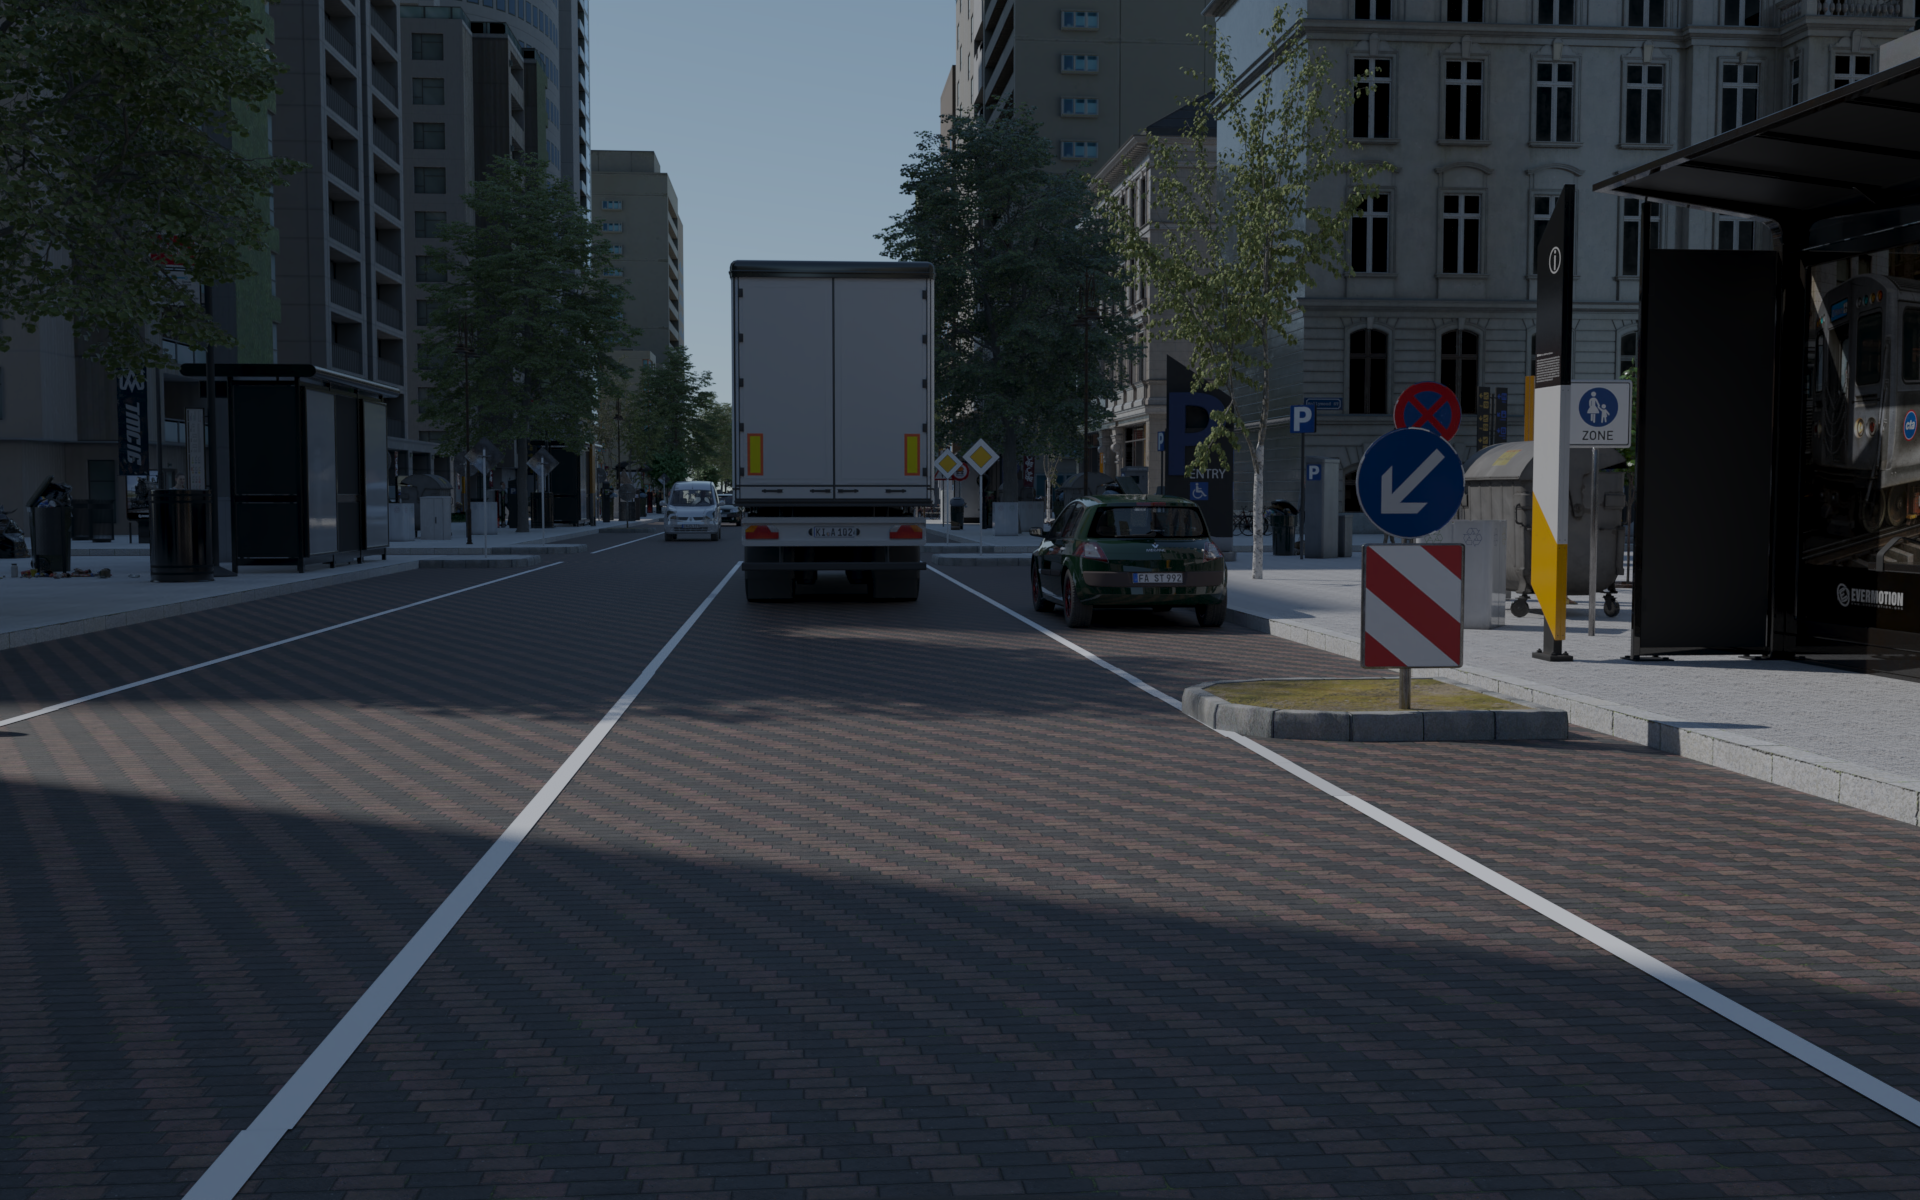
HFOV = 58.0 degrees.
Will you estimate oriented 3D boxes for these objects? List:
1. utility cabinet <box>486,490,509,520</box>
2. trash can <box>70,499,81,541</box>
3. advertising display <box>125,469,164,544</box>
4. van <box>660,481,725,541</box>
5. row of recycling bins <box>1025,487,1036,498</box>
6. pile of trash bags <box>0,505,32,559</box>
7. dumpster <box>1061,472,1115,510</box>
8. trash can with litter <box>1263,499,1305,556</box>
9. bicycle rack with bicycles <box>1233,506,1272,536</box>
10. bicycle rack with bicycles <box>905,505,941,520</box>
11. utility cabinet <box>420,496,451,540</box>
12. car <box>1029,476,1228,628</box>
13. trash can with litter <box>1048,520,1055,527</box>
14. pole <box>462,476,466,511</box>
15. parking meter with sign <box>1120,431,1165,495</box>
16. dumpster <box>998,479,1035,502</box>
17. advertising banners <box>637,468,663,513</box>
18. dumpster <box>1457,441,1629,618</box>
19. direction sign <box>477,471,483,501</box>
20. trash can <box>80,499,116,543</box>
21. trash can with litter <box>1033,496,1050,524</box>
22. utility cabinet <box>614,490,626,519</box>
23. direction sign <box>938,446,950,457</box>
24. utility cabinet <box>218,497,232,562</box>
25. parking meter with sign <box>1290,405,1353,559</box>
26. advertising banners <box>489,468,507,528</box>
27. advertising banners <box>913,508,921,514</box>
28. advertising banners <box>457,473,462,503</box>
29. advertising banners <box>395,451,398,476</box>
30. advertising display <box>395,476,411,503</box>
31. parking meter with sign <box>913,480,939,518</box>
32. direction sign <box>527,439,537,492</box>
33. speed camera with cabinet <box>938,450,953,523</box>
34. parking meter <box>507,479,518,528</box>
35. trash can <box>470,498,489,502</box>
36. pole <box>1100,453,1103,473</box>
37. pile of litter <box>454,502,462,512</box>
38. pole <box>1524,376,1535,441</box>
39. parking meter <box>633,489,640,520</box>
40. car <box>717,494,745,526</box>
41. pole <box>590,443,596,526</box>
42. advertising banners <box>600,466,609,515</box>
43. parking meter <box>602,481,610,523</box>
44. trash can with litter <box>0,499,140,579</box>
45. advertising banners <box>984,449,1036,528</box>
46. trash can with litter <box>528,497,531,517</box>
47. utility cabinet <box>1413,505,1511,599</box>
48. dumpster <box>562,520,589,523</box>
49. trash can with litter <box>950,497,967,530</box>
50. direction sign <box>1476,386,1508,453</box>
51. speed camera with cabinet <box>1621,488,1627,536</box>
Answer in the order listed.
[{"bbox_3d":[-22.965,-4.730,86.013,1.173,1.500,0.318,2,4,26],"label":"utility cabinet"},{"bbox_3d":[-24.298,-2.213,47.841,0.748,1.137,0.748,0,3,0],"label":"trash can"},{"bbox_3d":[-21.115,-2.426,44.883,0.974,1.923,0.123,0,4,5],"label":"advertising display"},{"bbox_3d":[-8.336,-2.882,54.133,2.013,2.044,4.112,0,4,-6],"label":"van"},{"bbox_3d":[2.350,-5.087,90.281,3.534,1.692,1.069,-2,4,-24],"label":"row of recycling bins"},{"bbox_3d":[-19.621,-1.438,33.269,1.912,1.369,3.447,0,4,4],"label":"pile of trash bags"},{"bbox_3d":[3.418,-2.455,45.896,1.264,1.857,1.865,0,4,-5],"label":"dumpster"},{"bbox_3d":[6.873,-1.523,36.295,0.624,1.170,1.055,3,5,42],"label":"trash can with litter"},{"bbox_3d":[8.929,-2.457,53.559,2.925,0.926,2.852,0,4,-1],"label":"bicycle rack with bicycles"},{"bbox_3d":[-0.615,-4.442,86.011,2.925,0.926,2.852,3,4,36],"label":"bicycle rack with bicycles"},{"bbox_3d":[-14.690,-2.283,48.495,1.020,1.237,0.306,3,4,36],"label":"utility cabinet"},{"bbox_3d":[1.866,-0.625,20.002,2.009,1.686,4.222,0,4,-5],"label":"car"},{"bbox_3d":[3.899,-3.376,66.586,1.055,1.170,0.624,1,4,22],"label":"trash can with litter"},{"bbox_3d":[-24.142,-5.533,84.308,0.158,3.312,0.155,0,3,0],"label":"pole"},{"bbox_3d":[4.815,-3.164,48.000,1.738,3.016,0.543,-1,4,-13],"label":"parking meter with sign"},{"bbox_3d":[2.177,-3.717,66.527,1.264,1.857,1.865,0,4,-5],"label":"dumpster"},{"bbox_3d":[-20.855,-7.360,116.519,2.074,3.025,0.090,2,4,28],"label":"advertising banners"},{"bbox_3d":[6.254,-0.790,18.671,1.264,1.857,1.865,0,4,-6],"label":"dumpster"},{"bbox_3d":[-19.611,-4.819,70.791,0.379,3.537,0.876,-2,4,-31],"label":"direction sign"},{"bbox_3d":[-22.717,-2.089,45.814,0.748,1.137,0.748,0,3,0],"label":"trash can"},{"bbox_3d":[3.703,-3.875,74.417,2.233,1.210,1.678,2,4,27],"label":"trash can with litter"},{"bbox_3d":[-17.744,-4.946,89.552,0.318,1.500,1.173,3,5,40],"label":"utility cabinet"},{"bbox_3d":[-0.740,-5.506,82.017,0.379,3.537,0.876,3,5,39],"label":"direction sign"},{"bbox_3d":[-14.182,-1.302,32.456,1.020,1.237,0.306,-2,4,-24],"label":"utility cabinet"},{"bbox_3d":[7.254,-2.342,34.554,0.543,3.016,1.738,3,5,41],"label":"parking meter with sign"},{"bbox_3d":[-17.427,-4.221,65.195,0.090,3.025,2.074,0,4,2],"label":"advertising banners"},{"bbox_3d":[-3.358,-7.127,112.718,2.074,3.025,0.090,-2,4,-33],"label":"advertising banners"},{"bbox_3d":[-28.613,-6.326,99.623,0.090,3.025,2.074,-2,4,-32],"label":"advertising banners"},{"bbox_3d":[-22.947,-4.514,69.999,0.090,3.025,2.074,0,4,-4],"label":"advertising banners"},{"bbox_3d":[-19.571,-3.425,61.218,0.123,1.923,0.974,2,4,24],"label":"advertising display"},{"bbox_3d":[-1.495,-6.018,94.648,1.738,3.016,0.543,1,4,16],"label":"parking meter with sign"},{"bbox_3d":[-17.682,-4.894,72.009,0.379,3.537,0.876,2,4,25],"label":"direction sign"},{"bbox_3d":[-0.578,-5.088,77.519,0.660,3.252,2.038,0,4,-5],"label":"speed camera with cabinet"},{"bbox_3d":[-16.751,-3.620,64.893,0.399,1.863,0.255,-1,4,-13],"label":"parking meter"},{"bbox_3d":[-16.938,-3.013,60.916,0.748,1.137,0.748,0,3,0],"label":"trash can"},{"bbox_3d":[6.994,-5.609,85.558,0.158,3.312,0.155,0,3,0],"label":"pole"},{"bbox_3d":[-27.838,-5.019,96.022,1.719,0.858,1.176,0,4,-6],"label":"pile of litter"},{"bbox_3d":[9.879,-2.214,30.041,0.158,3.312,0.155,0,3,0],"label":"pole"},{"bbox_3d":[-15.776,-4.644,84.348,0.372,1.533,0.369,0,3,0],"label":"parking meter"},{"bbox_3d":[-10.675,-4.194,78.364,2.009,1.686,4.222,0,4,-4],"label":"car"},{"bbox_3d":[-14.566,-4.578,68.686,0.158,3.312,0.155,0,3,0],"label":"pole"},{"bbox_3d":[-22.239,-6.767,106.828,0.090,3.025,2.074,2,4,25],"label":"advertising banners"},{"bbox_3d":[-15.969,-4.432,78.177,0.255,1.863,0.399,-2,4,-27],"label":"parking meter"},{"bbox_3d":[-13.748,-0.952,26.626,2.233,1.210,1.678,1,4,15],"label":"trash can with litter"},{"bbox_3d":[1.844,-4.187,64.639,2.074,3.025,0.090,0,4,1],"label":"advertising banners"},{"bbox_3d":[-23.752,-5.157,95.707,0.624,1.170,1.055,1,4,11],"label":"trash can with litter"},{"bbox_3d":[6.114,-0.761,21.119,1.173,1.500,0.318,1,4,16],"label":"utility cabinet"},{"bbox_3d":[-16.480,-4.402,74.462,1.502,2.255,1.985,0,4,-5],"label":"dumpster"},{"bbox_3d":[-0.068,-3.094,61.971,0.624,1.170,1.055,0,4,3],"label":"trash can with litter"},{"bbox_3d":[11.266,-2.736,36.731,0.876,3.537,0.379,-2,4,-31],"label":"direction sign"},{"bbox_3d":[18.144,-3.193,46.540,2.038,3.252,0.660,0,4,3],"label":"speed camera with cabinet"}]
